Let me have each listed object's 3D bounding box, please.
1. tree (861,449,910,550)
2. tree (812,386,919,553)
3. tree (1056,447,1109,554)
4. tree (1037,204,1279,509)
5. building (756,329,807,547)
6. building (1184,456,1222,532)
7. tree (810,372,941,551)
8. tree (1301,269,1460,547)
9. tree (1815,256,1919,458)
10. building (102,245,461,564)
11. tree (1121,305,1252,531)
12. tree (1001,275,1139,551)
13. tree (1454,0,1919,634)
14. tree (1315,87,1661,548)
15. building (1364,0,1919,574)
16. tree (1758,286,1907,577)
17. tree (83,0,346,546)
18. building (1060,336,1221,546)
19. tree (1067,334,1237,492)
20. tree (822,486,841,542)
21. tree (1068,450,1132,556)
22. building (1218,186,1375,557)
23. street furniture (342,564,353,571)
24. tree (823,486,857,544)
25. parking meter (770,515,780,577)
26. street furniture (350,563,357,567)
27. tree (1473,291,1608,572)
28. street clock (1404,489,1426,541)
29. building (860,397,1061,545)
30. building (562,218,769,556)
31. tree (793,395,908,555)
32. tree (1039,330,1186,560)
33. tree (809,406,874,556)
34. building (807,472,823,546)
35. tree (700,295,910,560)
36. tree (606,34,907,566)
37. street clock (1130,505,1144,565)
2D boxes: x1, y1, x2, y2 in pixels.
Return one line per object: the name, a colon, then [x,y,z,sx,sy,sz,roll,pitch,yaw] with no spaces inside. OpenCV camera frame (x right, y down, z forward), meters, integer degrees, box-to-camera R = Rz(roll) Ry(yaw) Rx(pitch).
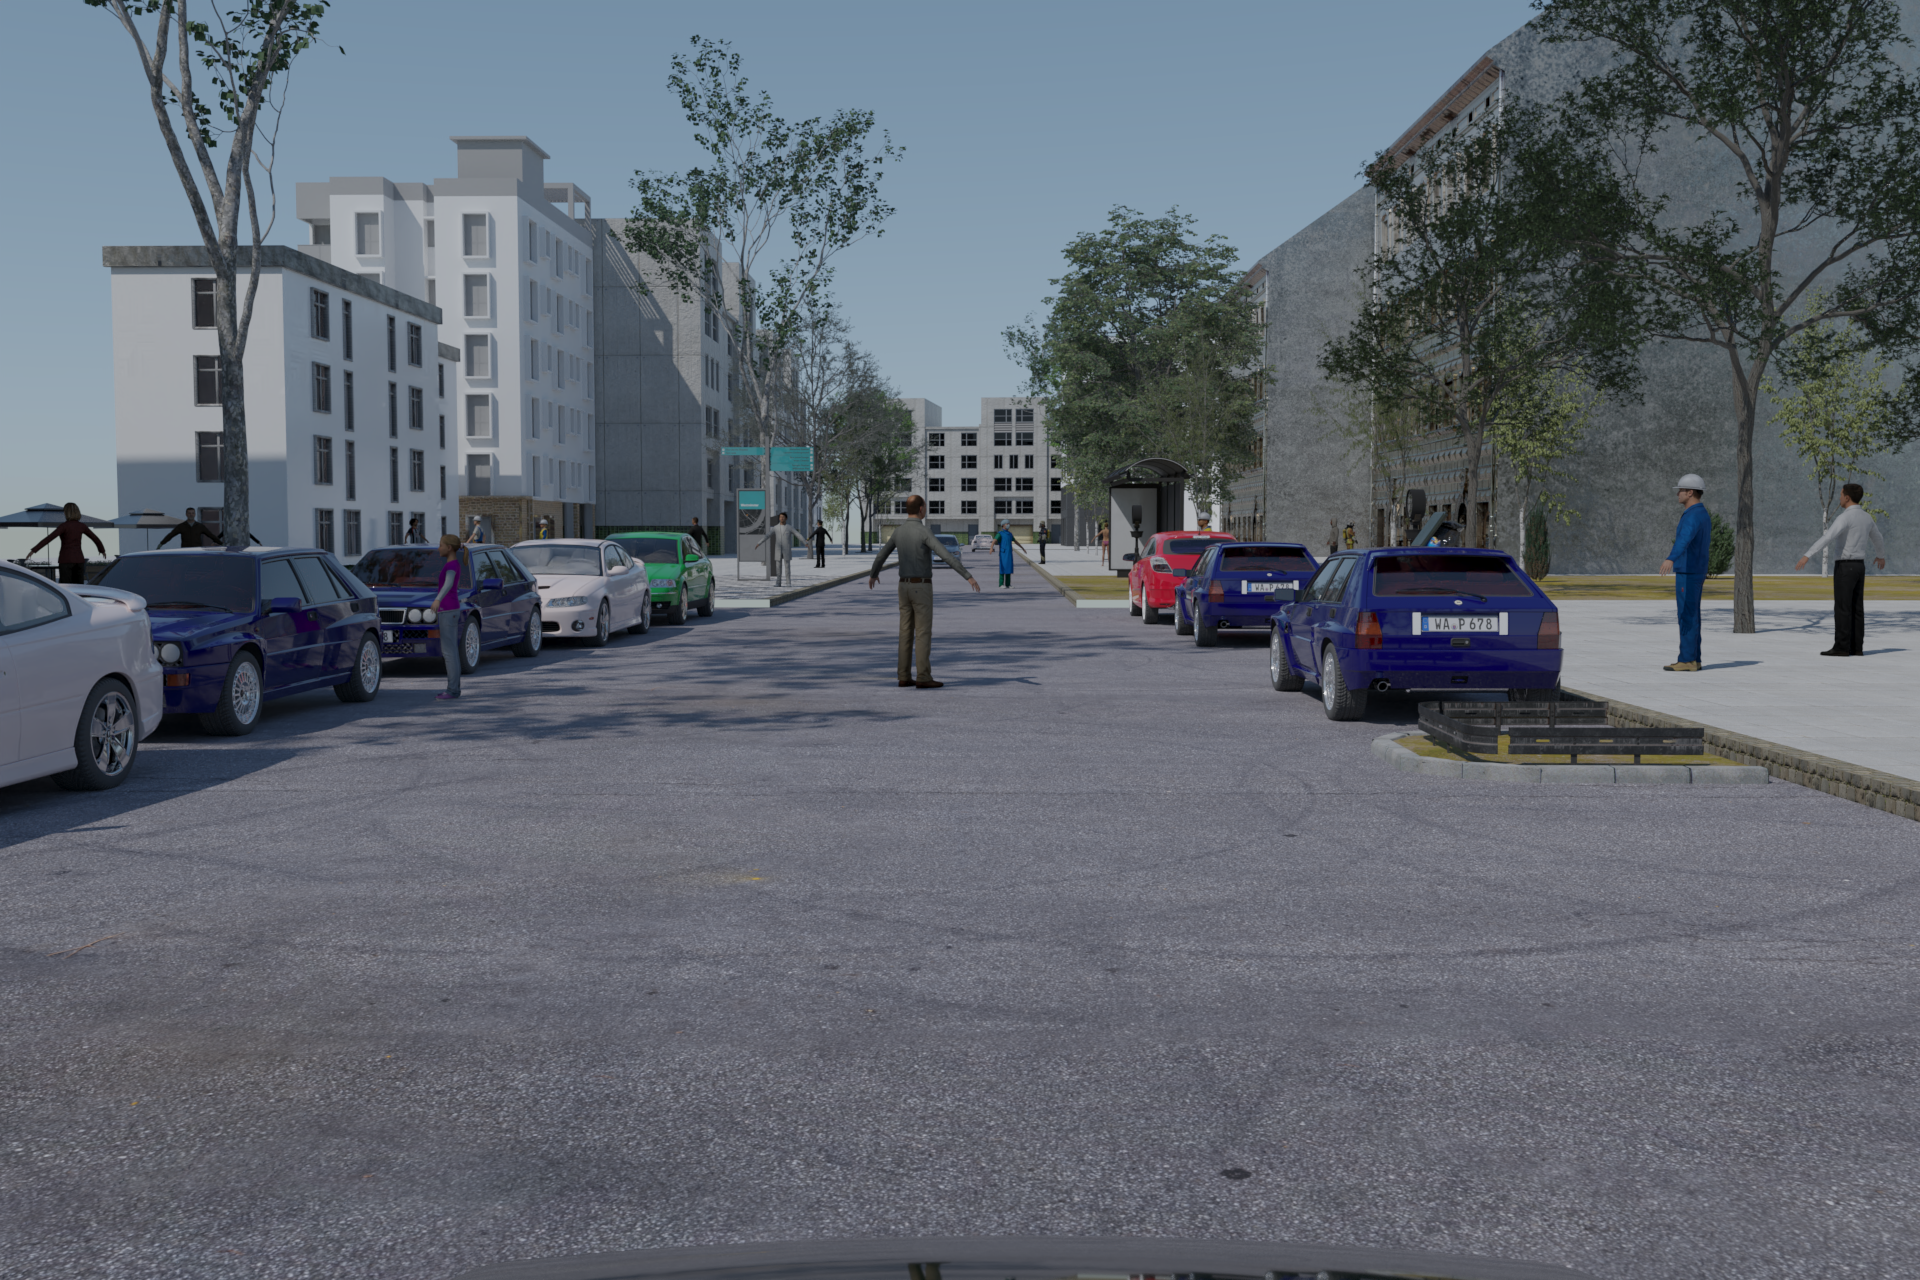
tree: [-6.501,-11.531,138.895,4.360,8.622,3.978,0,3,0]
tree: [-6.567,-11.802,118.722,9.928,11.665,9.643,0,3,0]
tree: [8.209,-9.857,111.522,4.737,8.622,4.395,0,3,0]
tree: [7.383,-9.740,65.897,9.857,13.997,8.962,0,3,0]
building: [-24.474,-18.290,165.501,16.747,18.905,31.486,0,4,0]
building: [25.016,-13.327,160.038,9.099,9.664,28.070,0,4,1]
tree: [-6.595,-13.374,129.039,12.009,13.543,11.850,0,3,0]
tree: [12.054,-5.925,47.241,4.360,8.622,3.978,0,3,0]
tree: [25.564,-6.573,41.879,8.767,10.594,7.601,-2,4,-24]
building: [-23.767,-7.491,64.618,9.099,9.664,28.070,0,4,1]
tree: [7.839,-6.402,55.032,4.360,8.622,3.978,0,3,0]
tree: [9.177,-16.642,127.992,12.611,20.169,13.585,0,3,0]
tree: [9.816,-5.360,22.048,7.601,10.594,8.767,-1,4,-14]
tree: [10.857,-6.191,35.635,7.601,10.594,8.767,-1,4,-22]
building: [26.415,-14.216,63.358,19.493,23.208,18.063,0,4,1]
tree: [25.596,-6.151,50.931,4.737,8.622,4.395,0,3,0]
tree: [-12.911,-10.444,26.645,12.611,20.169,13.585,0,3,0]
building: [25.187,-21.452,194.715,27.936,21.610,32.646,0,4,1]
tree: [8.358,-8.772,77.837,8.767,10.594,7.601,0,4,6]
tree: [-17.369,-17.232,232.109,4.737,8.622,4.395,0,3,0]
tree: [7.931,-9.334,102.973,4.360,8.622,3.978,0,3,0]
building: [26.344,-16.752,104.827,19.493,23.208,18.063,0,4,1]
street furniture: [-13.225,-1.531,40.666,5.734,0.657,10.072,3,4,38]
tree: [-15.817,-16.979,227.965,4.737,8.622,4.395,0,3,0]
parking meter: [-5.639,-2.844,52.206,0.399,1.863,0.255,0,4,1]
street furniture: [-12.618,-2.074,49.529,10.072,0.657,5.734,0,4,-1]
tree: [17.005,-6.211,51.909,4.737,8.622,4.395,0,3,0]
street clock: [7.359,-1.434,28.010,0.358,2.002,0.471,0,4,1]
building: [3.733,-22.124,230.645,31.486,18.905,16.747,0,4,7]
building: [-22.731,-15.083,113.068,16.747,18.905,31.486,0,4,1]
tree: [-6.813,-10.639,108.354,7.601,10.594,8.767,-1,4,-16]
tree: [7.706,-9.799,85.966,9.928,11.665,9.643,0,3,0]
tree: [-6.635,-9.112,99.336,4.360,8.622,3.978,0,3,0]
building: [-19.927,-15.508,195.705,9.099,9.664,28.070,0,4,2]
tree: [-7.529,-10.840,87.601,12.009,13.543,11.850,0,3,0]
tree: [-9.183,-13.017,68.712,12.611,20.169,13.585,0,3,0]
street clock: [4.417,-2.368,43.286,0.358,2.002,0.471,0,4,2]
